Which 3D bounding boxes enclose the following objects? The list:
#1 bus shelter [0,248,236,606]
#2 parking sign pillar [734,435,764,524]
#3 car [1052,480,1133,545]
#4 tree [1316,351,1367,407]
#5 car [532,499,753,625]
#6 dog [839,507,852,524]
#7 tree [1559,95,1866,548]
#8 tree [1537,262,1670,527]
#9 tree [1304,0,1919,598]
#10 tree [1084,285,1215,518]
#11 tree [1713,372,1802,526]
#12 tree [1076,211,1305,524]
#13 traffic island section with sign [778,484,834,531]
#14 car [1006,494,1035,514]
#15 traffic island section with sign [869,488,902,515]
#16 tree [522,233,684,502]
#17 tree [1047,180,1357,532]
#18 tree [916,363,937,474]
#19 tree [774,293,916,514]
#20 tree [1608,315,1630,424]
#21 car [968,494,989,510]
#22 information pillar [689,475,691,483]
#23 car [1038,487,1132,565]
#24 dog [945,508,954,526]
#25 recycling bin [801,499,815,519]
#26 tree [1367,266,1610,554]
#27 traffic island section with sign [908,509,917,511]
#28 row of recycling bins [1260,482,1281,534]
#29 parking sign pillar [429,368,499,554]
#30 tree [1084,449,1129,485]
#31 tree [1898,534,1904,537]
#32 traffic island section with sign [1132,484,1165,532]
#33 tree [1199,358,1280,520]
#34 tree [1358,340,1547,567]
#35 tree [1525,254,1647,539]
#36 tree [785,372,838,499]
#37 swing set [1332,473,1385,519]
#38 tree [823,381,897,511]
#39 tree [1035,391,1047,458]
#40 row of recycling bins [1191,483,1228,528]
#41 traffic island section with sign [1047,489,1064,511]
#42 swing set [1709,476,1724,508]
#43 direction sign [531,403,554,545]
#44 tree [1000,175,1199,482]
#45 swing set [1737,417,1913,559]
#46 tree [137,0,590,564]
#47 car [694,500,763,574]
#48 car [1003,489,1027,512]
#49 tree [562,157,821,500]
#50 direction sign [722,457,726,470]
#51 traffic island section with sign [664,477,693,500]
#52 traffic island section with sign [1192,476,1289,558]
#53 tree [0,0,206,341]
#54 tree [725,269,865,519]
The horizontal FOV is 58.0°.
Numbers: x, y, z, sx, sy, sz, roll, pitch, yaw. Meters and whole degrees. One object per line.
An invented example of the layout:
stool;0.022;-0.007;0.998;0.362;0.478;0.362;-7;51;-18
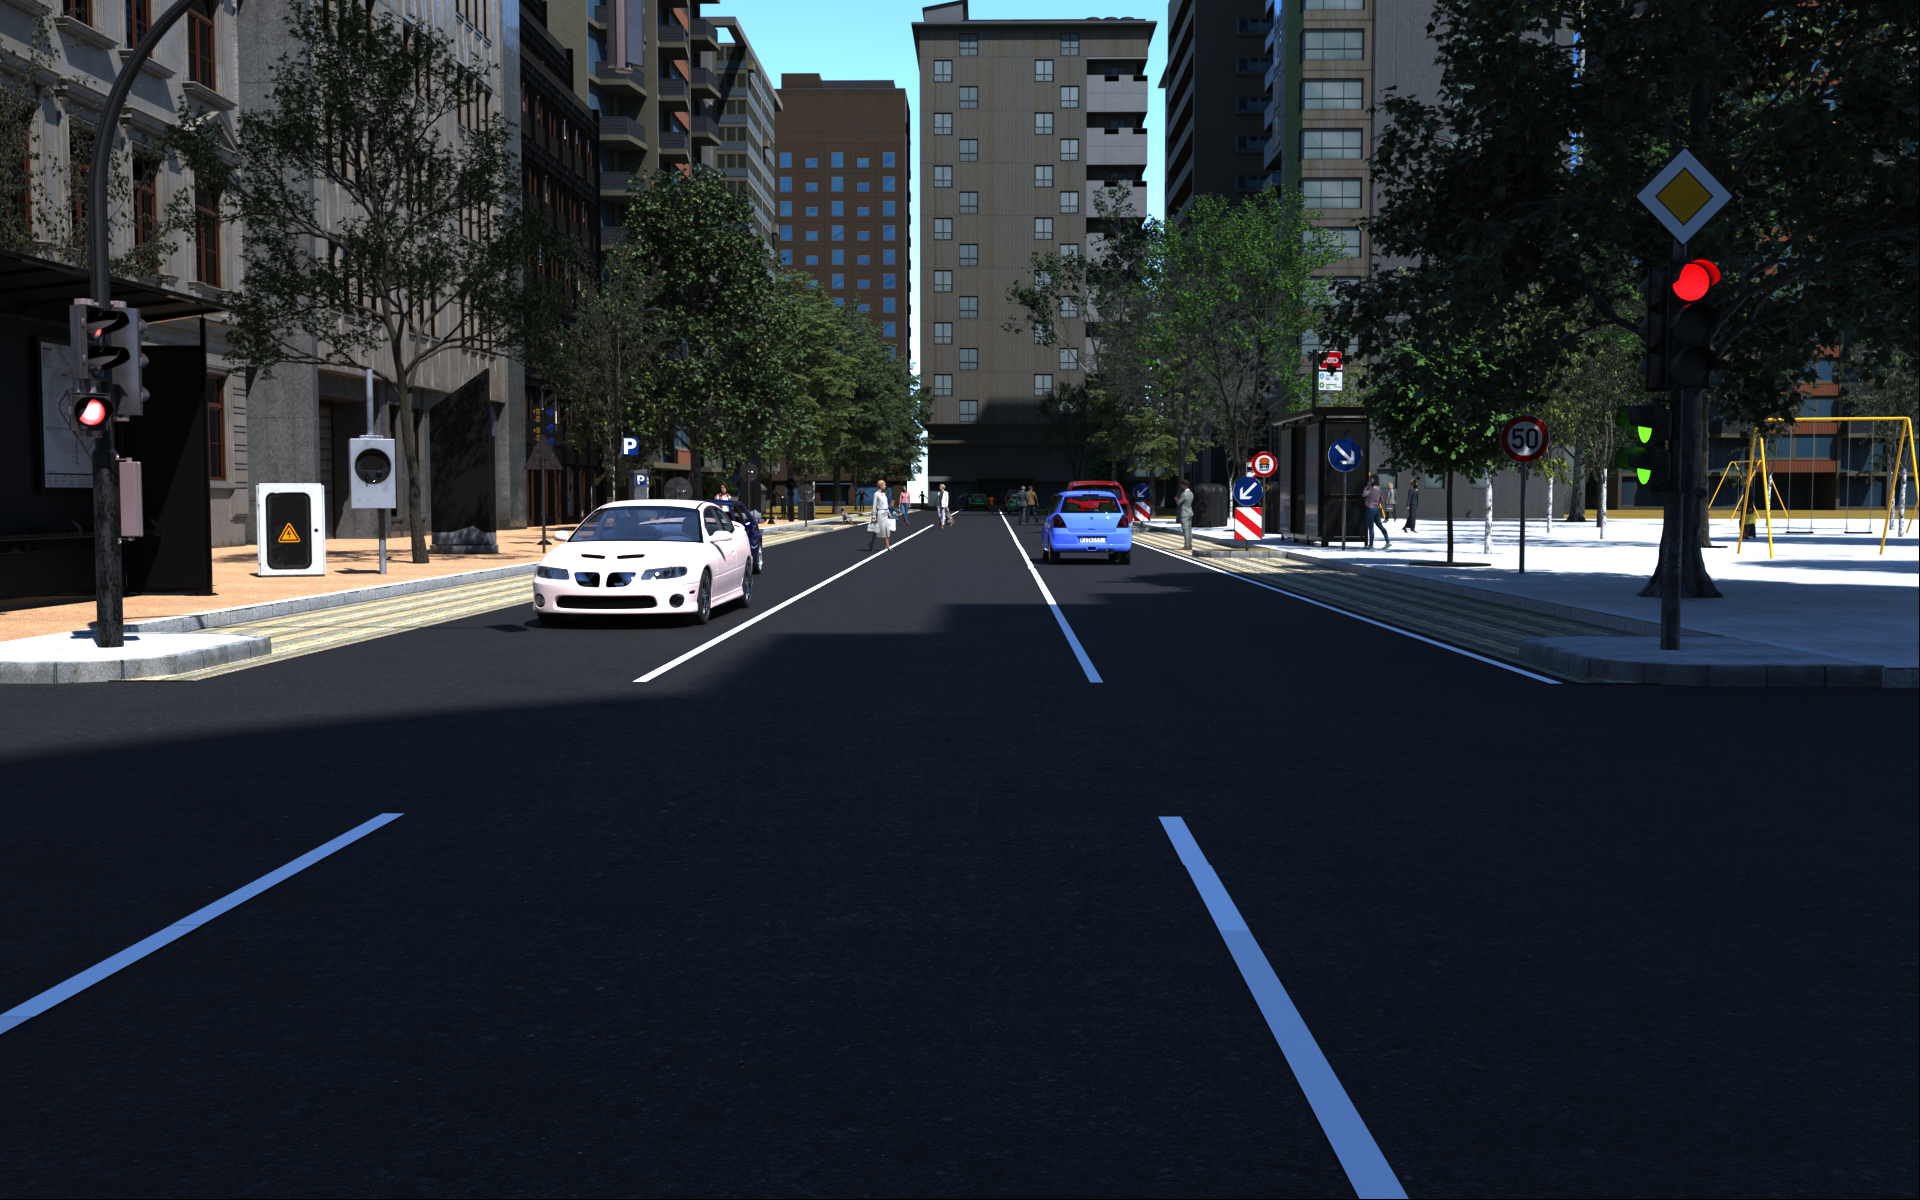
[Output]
bus shelter;-9.987;-1.681;18.763;1.731;3.624;6.357;0;4;1
parking sign pillar;-9.280;-5.328;75.585;1.447;3.967;1.447;3;4;36
car;3.774;-2.483;49.263;2.281;1.827;5.304;0;4;2
tree;18.705;-8.230;84.928;4.737;8.622;4.395;0;3;0
car;-3.635;-0.499;20.520;2.083;1.381;4.827;0;4;3
dog;-5.398;-4.052;83.087;0.513;0.831;0.800;-3;4;-38
tree;17.614;-7.062;41.213;9.928;11.665;9.643;0;3;0
tree;24.342;-8.053;66.084;7.601;10.594;8.767;-3;5;-42
tree;9.170;-6.382;21.352;9.611;12.733;9.660;0;3;0
tree;10.473;-10.763;94.108;7.486;12.596;7.792;0;3;0
tree;32.304;-7.264;69.134;4.360;8.622;3.978;0;3;0
tree;9.604;-10.035;74.444;12.009;13.543;11.850;0;3;0
traffic island section with sign;-5.917;-3.560;66.829;1.989;1.847;2.006;0;4;1
car;4.420;-7.068;127.359;2.131;1.459;4.920;0;4;3
traffic island section with sign;-5.036;-6.584;116.284;1.989;1.847;2.006;0;4;1
tree;-9.832;-5.974;48.037;4.360;8.622;3.978;0;3;0
tree;9.552;-8.140;58.846;9.928;11.665;9.643;0;3;0
tree;-6.848;-15.175;154.768;9.857;13.997;8.962;0;3;0
tree;-7.861;-12.368;108.871;9.857;13.997;8.962;0;3;0
tree;19.776;-6.530;57.120;4.737;8.622;4.395;0;3;0
car;1.717;-9.157;158.512;1.959;1.807;4.718;0;4;0
information pillar;-10.123;-3.773;66.176;0.304;2.012;0.304;3;5;42
car;2.628;-1.648;36.528;1.945;1.707;3.694;0;4;-1
dog;-0.522;-3.783;78.696;0.513;0.831;0.800;0;4;7
recycling bin;-7.895;-4.722;89.760;0.722;1.027;0.722;0;4;-5
tree;11.232;-5.269;36.516;4.737;8.622;4.395;0;3;0
traffic island section with sign;-4.562;-8.233;143.235;1.989;1.847;2.006;0;4;1
row of recycling bins;10.629;-3.026;56.582;1.069;1.692;3.534;0;4;-4
parking sign pillar;-10.734;-2.992;37.386;1.447;3.967;1.447;0;4;5
tree;10.627;-8.627;124.761;4.285;4.588;4.351;0;3;0
tree;28.291;-6.194;51.627;4.360;8.622;3.978;0;3;0
traffic island section with sign;6.813;-3.537;66.457;1.989;1.847;2.006;0;4;1
tree;13.561;-8.291;85.913;4.360;8.622;3.978;0;3;0
tree;8.846;-2.902;31.167;4.285;4.588;4.351;0;3;0
tree;18.168;-6.055;49.362;4.360;8.622;3.978;0;3;0
tree;-8.765;-9.195;100.703;4.360;8.622;3.978;0;3;0
swing set;17.876;-5.067;80.461;2.862;2.851;3.119;-2;4;-26
tree;-8.319;-12.176;133.492;7.601;10.594;8.767;-3;5;-39
tree;10.449;-14.024;155.046;9.928;11.665;9.643;0;3;0
row of recycling bins;9.805;-3.713;67.826;1.069;1.692;3.534;1;4;21
traffic island section with sign;8.153;-8.219;143.003;1.989;1.847;2.006;0;4;1
swing set;36.978;-5.120;81.337;2.862;2.851;3.119;0;4;-1
direction sign;-10.510;-3.162;43.704;0.379;3.537;0.876;2;4;23
tree;8.685;-15.292;105.909;12.611;20.169;13.585;0;3;0
swing set;17.710;-2.317;35.508;3.119;2.851;2.862;1;4;12
tree;-10.309;-5.955;31.777;7.601;10.594;8.767;0;4;7
car;-4.450;-1.050;29.753;1.945;1.354;3.894;0;4;1
car;4.674;-8.221;143.088;2.281;1.827;5.304;0;4;1
tree;-9.207;-8.713;59.471;9.611;12.733;9.660;0;3;0
direction sign;-10.502;-5.213;77.227;0.379;3.537;0.876;-1;4;-18
traffic island section with sign;-6.396;-1.866;39.140;1.989;1.847;2.006;0;4;1
traffic island section with sign;6.347;-1.889;39.506;1.989;1.847;2.006;0;4;1
tree;-13.667;-4.588;25.383;4.360;8.622;3.978;0;3;0
tree;-8.218;-10.366;87.609;7.486;12.596;7.792;0;3;0
